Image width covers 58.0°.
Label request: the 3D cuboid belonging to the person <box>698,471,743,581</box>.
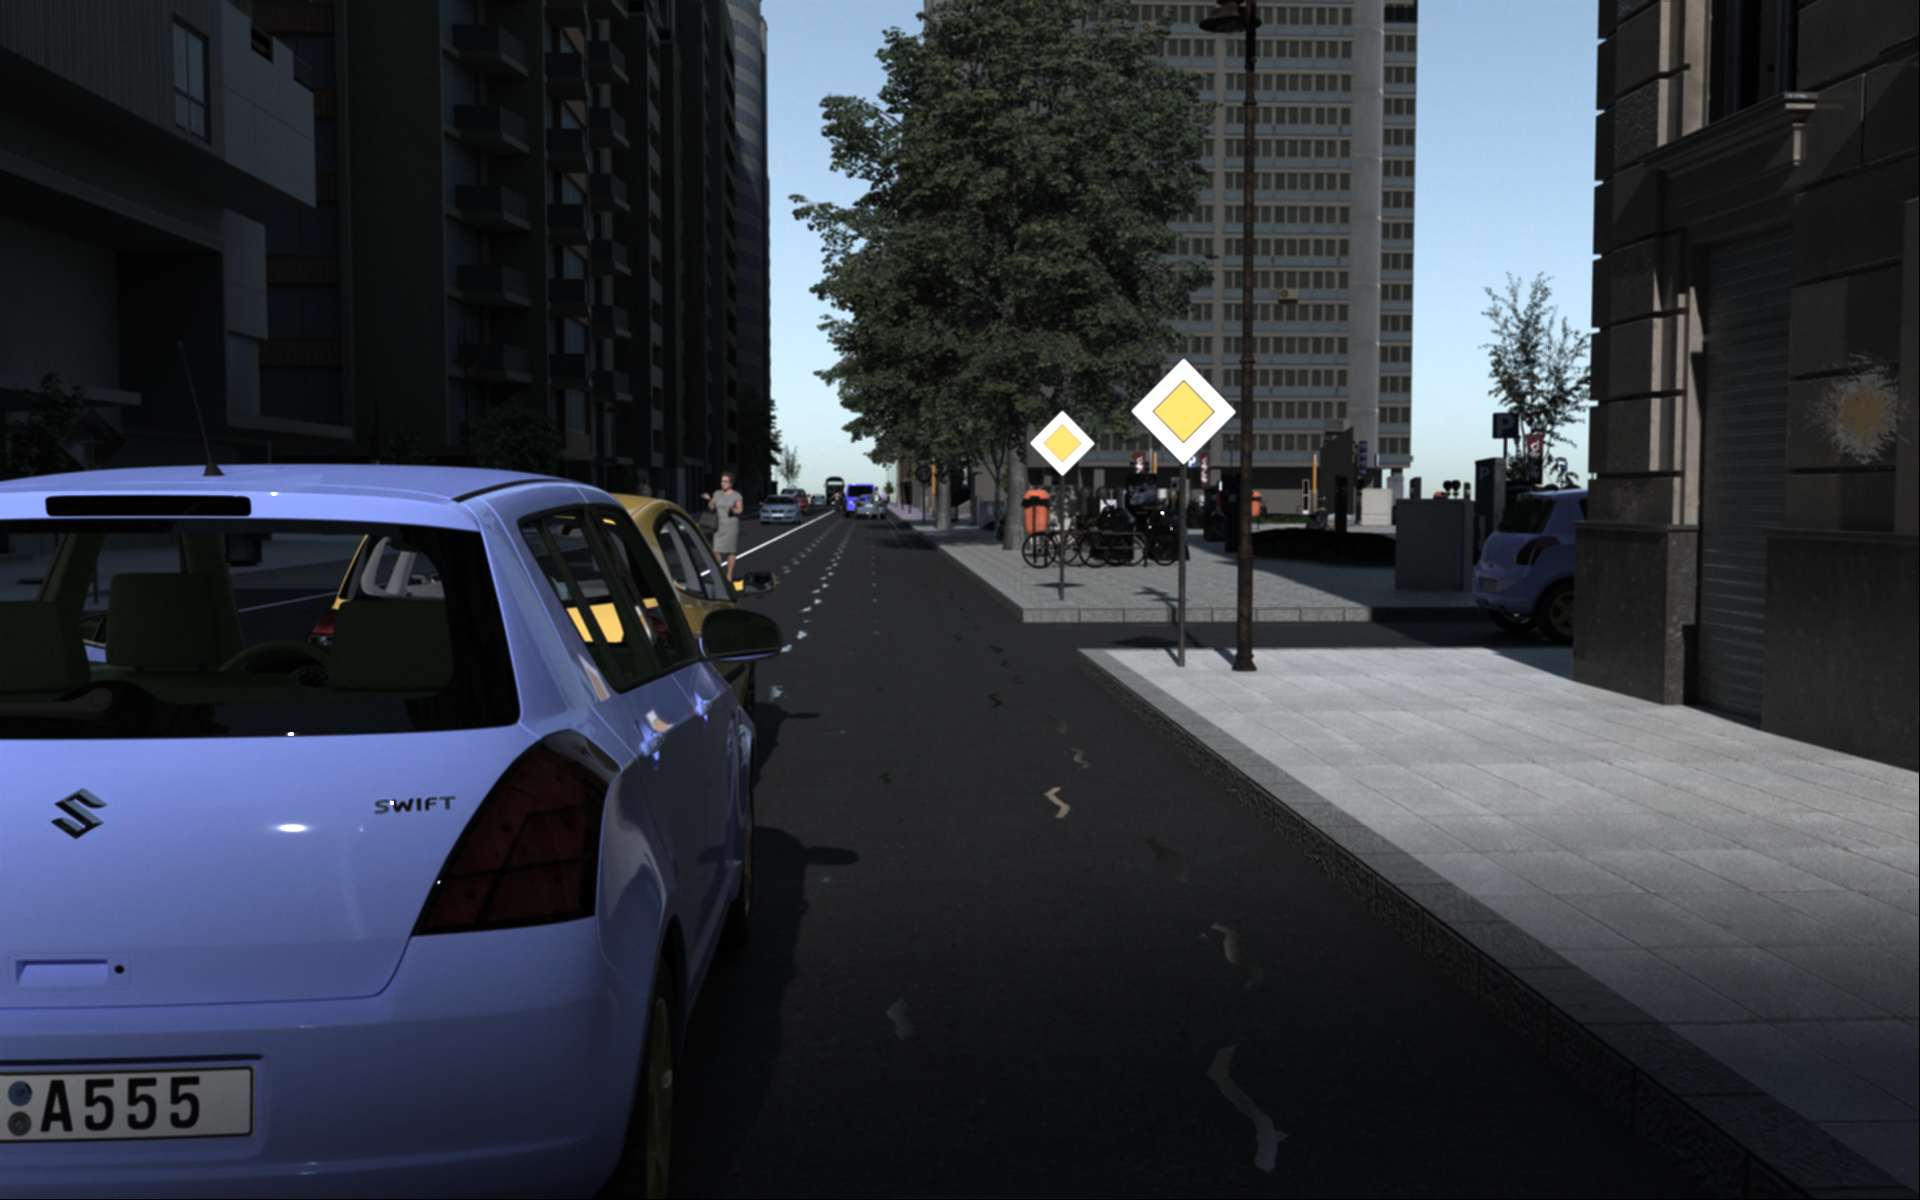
[{"bbox_3d":[-3.744,-1.103,26.899,0.716,1.782,0.532,1,4,13],"label":"person"}]

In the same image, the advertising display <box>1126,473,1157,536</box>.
[{"bbox_3d":[5.567,-2.930,53.118,0.974,1.923,0.123,-1,4,-18],"label":"advertising display"}]

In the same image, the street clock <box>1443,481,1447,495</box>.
[{"bbox_3d":[26.534,-5.484,94.236,0.358,2.002,0.471,-3,5,-41],"label":"street clock"}]

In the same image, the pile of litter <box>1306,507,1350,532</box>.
[{"bbox_3d":[12.179,-2.659,57.439,1.719,0.858,1.176,-1,4,-11],"label":"pile of litter"}]

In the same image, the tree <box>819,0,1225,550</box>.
[{"bbox_3d":[1.199,-8.126,39.522,9.857,13.997,8.962,0,3,0],"label":"tree"}]

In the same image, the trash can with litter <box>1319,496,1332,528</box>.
[{"bbox_3d":[13.767,-3.328,65.476,1.678,1.210,2.233,0,4,7],"label":"trash can with litter"}]

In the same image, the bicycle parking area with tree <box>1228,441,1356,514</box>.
[{"bbox_3d":[17.210,-6.511,93.451,8.231,4.147,9.016,1,4,11],"label":"bicycle parking area with tree"}]

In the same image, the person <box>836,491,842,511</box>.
[{"bbox_3d":[-10.026,-8.193,143.258,0.445,1.727,0.742,1,4,22],"label":"person"}]

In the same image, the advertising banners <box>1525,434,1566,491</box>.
[{"bbox_3d":[17.438,-3.307,50.262,2.074,3.025,0.090,2,4,28],"label":"advertising banners"}]

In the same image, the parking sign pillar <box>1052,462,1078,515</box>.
[{"bbox_3d":[4.681,-5.427,77.204,1.447,3.967,1.447,-3,5,-42],"label":"parking sign pillar"}]

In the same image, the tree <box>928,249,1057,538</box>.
[{"bbox_3d":[1.048,-6.097,50.045,4.360,8.622,3.978,0,3,0],"label":"tree"}]

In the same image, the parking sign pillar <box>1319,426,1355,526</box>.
[{"bbox_3d":[15.056,-4.938,69.207,1.447,3.967,1.447,2,4,26],"label":"parking sign pillar"}]

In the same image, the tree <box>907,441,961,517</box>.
[{"bbox_3d":[-1.153,-6.919,96.834,4.285,4.588,4.351,0,3,0],"label":"tree"}]

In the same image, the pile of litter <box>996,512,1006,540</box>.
[{"bbox_3d":[1.661,-2.107,48.414,1.176,0.858,1.719,3,5,41],"label":"pile of litter"}]

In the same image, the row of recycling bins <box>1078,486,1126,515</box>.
[{"bbox_3d":[7.095,-5.134,91.052,3.534,1.692,1.069,0,4,7],"label":"row of recycling bins"}]

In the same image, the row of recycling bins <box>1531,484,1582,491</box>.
[{"bbox_3d":[24.036,-3.953,71.738,3.534,1.692,1.069,-1,4,-9],"label":"row of recycling bins"}]

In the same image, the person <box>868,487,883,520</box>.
[{"bbox_3d":[-4.637,-5.259,94.591,0.850,1.850,0.679,1,4,11],"label":"person"}]

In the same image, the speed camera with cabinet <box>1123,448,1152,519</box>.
[{"bbox_3d":[7.799,-4.956,75.366,0.660,3.252,2.038,-1,4,-22],"label":"speed camera with cabinet"}]

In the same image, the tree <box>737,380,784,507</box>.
[{"bbox_3d":[-21.187,-15.489,171.374,7.486,12.596,7.792,0,3,0],"label":"tree"}]

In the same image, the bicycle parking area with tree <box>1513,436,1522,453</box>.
[{"bbox_3d":[29.876,-6.014,85.328,8.231,4.147,9.016,0,4,8],"label":"bicycle parking area with tree"}]

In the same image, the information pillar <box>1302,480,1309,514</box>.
[{"bbox_3d":[17.637,-5.134,88.425,0.304,2.012,0.304,0,4,4],"label":"information pillar"}]

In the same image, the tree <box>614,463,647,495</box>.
[{"bbox_3d":[-17.914,-6.019,93.008,1.663,3.219,1.824,0,3,0],"label":"tree"}]

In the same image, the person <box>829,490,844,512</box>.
[{"bbox_3d":[-9.583,-7.678,134.745,1.217,1.736,0.721,-1,4,-16],"label":"person"}]

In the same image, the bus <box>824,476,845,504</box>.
[{"bbox_3d":[-17.734,-15.542,245.653,2.896,3.916,12.252,0,4,-4],"label":"bus"}]

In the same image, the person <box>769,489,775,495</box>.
[{"bbox_3d":[-13.012,-6.742,119.186,0.568,1.767,0.683,-2,4,-29],"label":"person"}]

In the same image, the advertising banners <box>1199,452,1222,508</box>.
[{"bbox_3d":[10.717,-4.615,71.641,2.074,3.025,0.090,3,5,45],"label":"advertising banners"}]

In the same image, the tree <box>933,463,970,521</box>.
[{"bbox_3d":[-0.620,-5.457,83.827,1.663,3.219,1.824,0,3,0],"label":"tree"}]

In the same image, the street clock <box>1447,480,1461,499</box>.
[{"bbox_3d":[25.868,-5.249,90.384,0.358,2.002,0.471,-2,4,-25],"label":"street clock"}]

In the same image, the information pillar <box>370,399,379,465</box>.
[{"bbox_3d":[-14.417,-3.141,42.713,0.183,3.616,0.504,-2,4,-33],"label":"information pillar"}]

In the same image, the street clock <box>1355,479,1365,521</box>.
[{"bbox_3d":[18.939,-4.746,82.167,0.471,2.002,0.358,0,4,8],"label":"street clock"}]

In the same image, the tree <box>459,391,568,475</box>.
[{"bbox_3d":[-14.176,-4.372,55.191,4.285,4.588,4.351,0,3,0],"label":"tree"}]

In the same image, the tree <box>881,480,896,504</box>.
[{"bbox_3d":[-10.282,-15.718,251.595,1.663,3.219,1.824,0,3,0],"label":"tree"}]

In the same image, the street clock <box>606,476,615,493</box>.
[{"bbox_3d":[-14.405,-4.085,71.361,0.358,2.002,0.471,-1,4,-23],"label":"street clock"}]

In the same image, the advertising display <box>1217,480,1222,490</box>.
[{"bbox_3d":[12.407,-4.654,81.302,0.974,1.923,0.123,-3,5,-43],"label":"advertising display"}]

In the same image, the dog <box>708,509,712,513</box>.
[{"bbox_3d":[-13.251,-4.548,91.195,0.513,0.831,0.800,-1,4,-21],"label":"dog"}]

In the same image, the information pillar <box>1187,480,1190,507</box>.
[{"bbox_3d":[11.387,-5.070,87.389,0.304,2.012,0.304,2,4,31],"label":"information pillar"}]

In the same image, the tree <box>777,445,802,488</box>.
[{"bbox_3d":[-24.727,-18.421,251.539,4.360,8.622,3.978,0,3,0],"label":"tree"}]

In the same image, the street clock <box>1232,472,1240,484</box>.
[{"bbox_3d":[9.065,-3.158,56.200,0.471,2.002,0.358,-1,4,-15],"label":"street clock"}]

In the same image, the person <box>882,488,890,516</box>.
[{"bbox_3d":[-4.816,-6.475,114.230,0.599,1.838,0.709,1,4,22],"label":"person"}]

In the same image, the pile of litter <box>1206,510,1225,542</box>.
[{"bbox_3d":[7.231,-2.019,46.972,1.176,0.858,1.719,2,4,32],"label":"pile of litter"}]

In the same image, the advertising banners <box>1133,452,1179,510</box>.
[{"bbox_3d":[8.118,-4.597,71.355,2.074,3.025,0.090,1,4,22],"label":"advertising banners"}]

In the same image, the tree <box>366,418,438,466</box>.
[{"bbox_3d":[-14.314,-3.029,44.124,1.663,3.219,1.824,0,3,0],"label":"tree"}]
